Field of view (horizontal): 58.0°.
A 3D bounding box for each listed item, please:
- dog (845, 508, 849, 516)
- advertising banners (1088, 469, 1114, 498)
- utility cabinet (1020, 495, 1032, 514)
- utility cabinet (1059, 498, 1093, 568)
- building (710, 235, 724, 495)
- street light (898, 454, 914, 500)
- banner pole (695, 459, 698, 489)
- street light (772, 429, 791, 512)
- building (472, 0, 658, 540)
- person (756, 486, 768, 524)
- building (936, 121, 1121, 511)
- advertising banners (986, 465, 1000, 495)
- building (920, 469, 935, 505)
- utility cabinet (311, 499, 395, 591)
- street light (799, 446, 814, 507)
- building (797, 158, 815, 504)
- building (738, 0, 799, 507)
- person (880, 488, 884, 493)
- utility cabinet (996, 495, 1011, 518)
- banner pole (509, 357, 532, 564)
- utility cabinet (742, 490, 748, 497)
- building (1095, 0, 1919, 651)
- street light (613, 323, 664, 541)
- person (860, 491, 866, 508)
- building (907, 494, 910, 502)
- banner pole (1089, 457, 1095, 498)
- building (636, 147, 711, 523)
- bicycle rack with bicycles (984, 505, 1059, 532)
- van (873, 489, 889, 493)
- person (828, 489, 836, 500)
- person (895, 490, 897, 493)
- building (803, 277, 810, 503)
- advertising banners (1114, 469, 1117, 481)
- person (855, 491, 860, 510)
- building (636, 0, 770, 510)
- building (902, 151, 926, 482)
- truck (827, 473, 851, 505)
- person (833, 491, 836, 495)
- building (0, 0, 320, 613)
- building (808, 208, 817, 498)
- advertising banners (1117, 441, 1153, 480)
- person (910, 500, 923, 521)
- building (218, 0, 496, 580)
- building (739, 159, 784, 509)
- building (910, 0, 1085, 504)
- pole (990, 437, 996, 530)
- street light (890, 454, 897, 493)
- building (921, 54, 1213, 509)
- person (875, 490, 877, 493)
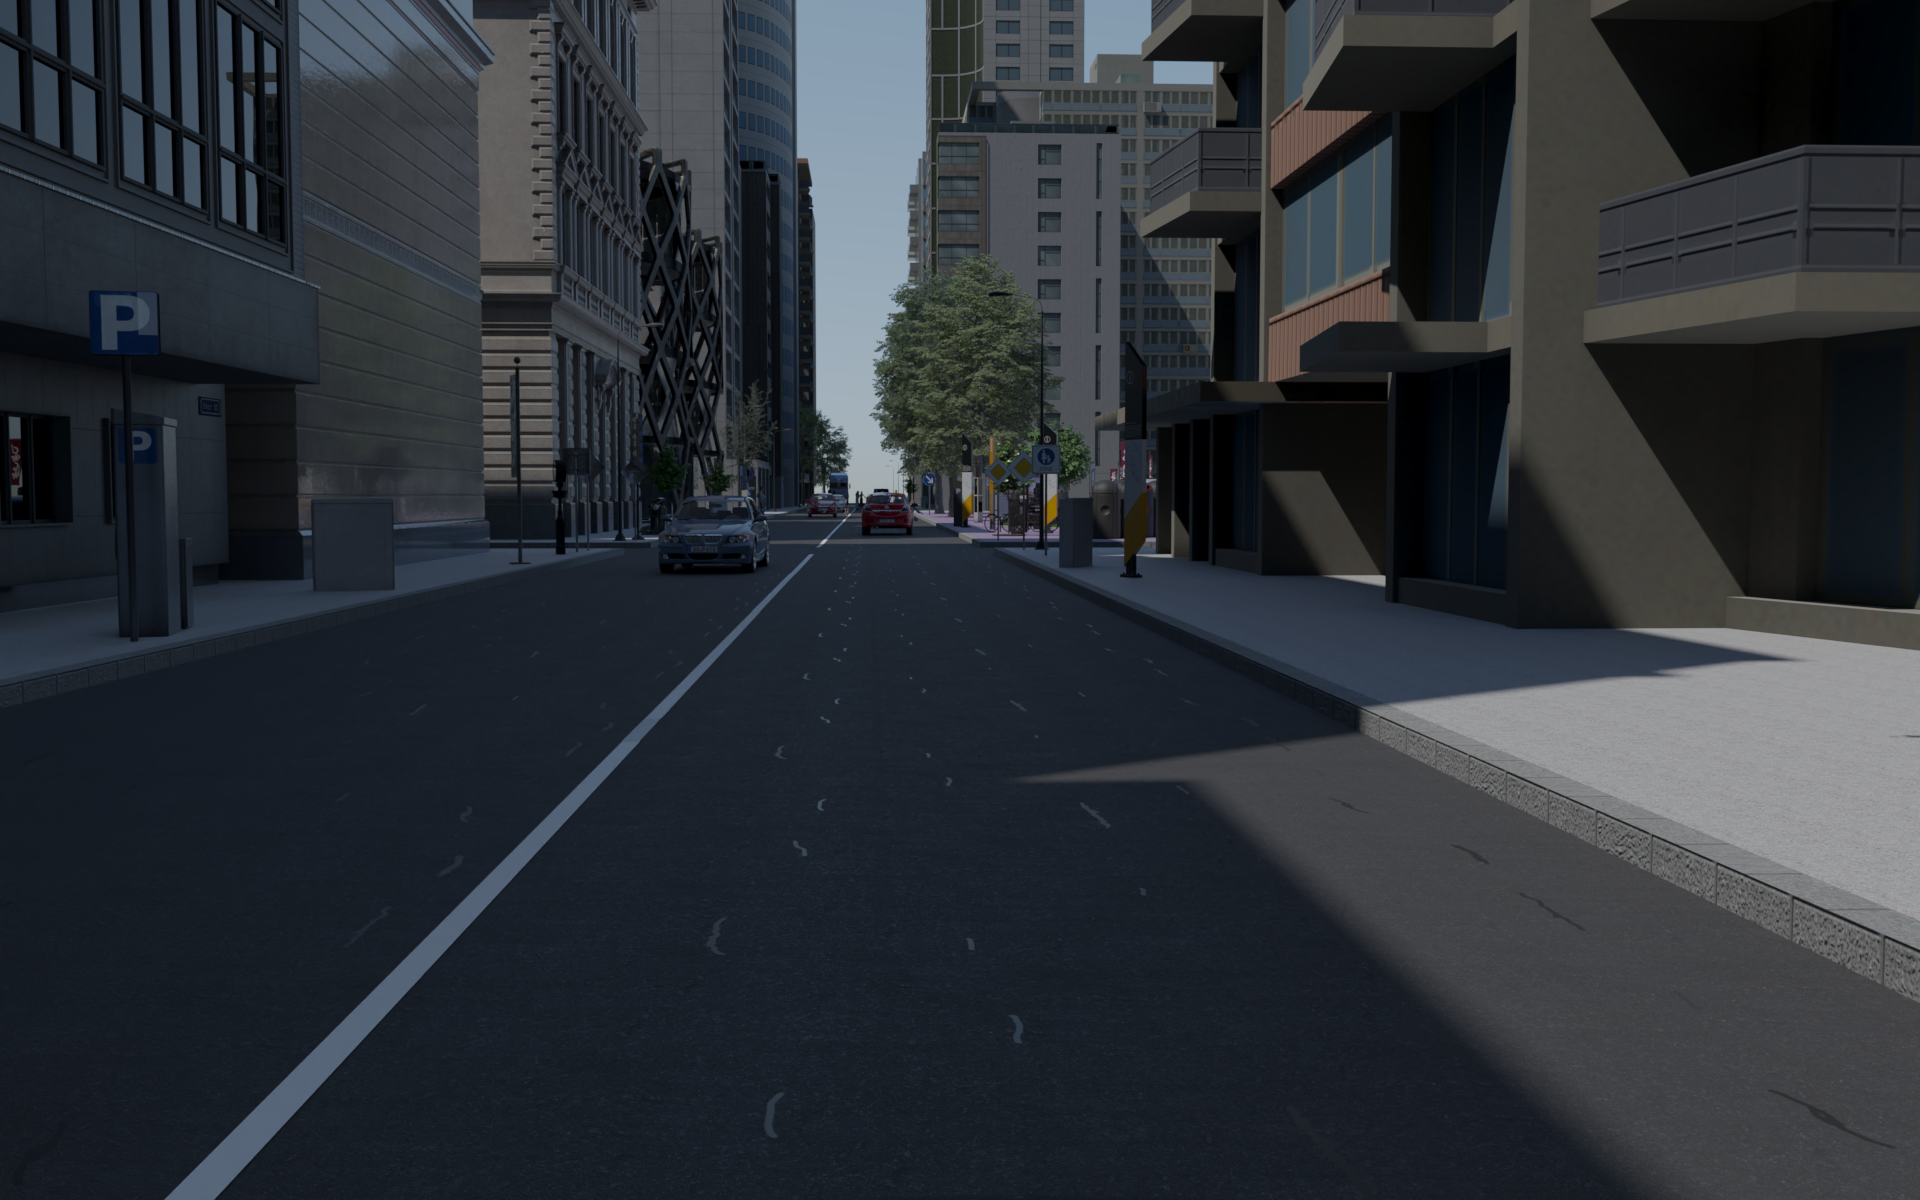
[{"bbox_3d":[-7.394,-5.754,113.365,0.540,0.507,0.406,2,4,29],"label":"dog"},{"bbox_3d":[9.897,-7.570,119.957,2.074,3.025,0.090,1,4,16],"label":"advertising banners"},{"bbox_3d":[3.145,-4.067,77.655,1.020,1.237,0.306,3,5,43],"label":"utility cabinet"},{"bbox_3d":[2.043,-1.187,30.577,0.306,1.237,1.020,1,4,23],"label":"utility cabinet"},{"bbox_3d":[-21.933,-14.076,97.587,16.820,18.784,16.811,0,4,-3],"label":"building"},{"bbox_3d":[-4.714,-11.201,155.684,1.470,5.913,1.316,0,4,-3],"label":"street light"},{"bbox_3d":[-16.553,-7.216,108.004,0.401,3.779,0.863,-3,5,-39],"label":"banner pole"},{"bbox_3d":[-12.716,-9.241,123.637,1.470,5.913,1.316,0,4,-3],"label":"street light"},{"bbox_3d":[-16.627,-13.950,56.958,11.050,23.489,19.941,0,4,-3],"label":"building"},{"bbox_3d":[-9.357,-4.446,81.285,0.778,1.811,0.616,-1,4,-12],"label":"person"},{"bbox_3d":[5.003,-22.417,138.211,14.160,30.474,14.107,0,4,-3],"label":"building"},{"bbox_3d":[1.972,-6.615,104.350,0.090,3.025,2.074,2,4,26],"label":"advertising banners"},{"bbox_3d":[10.010,-20.756,184.397,27.650,21.520,28.899,0,4,-3],"label":"building"},{"bbox_3d":[-8.092,-0.730,23.092,1.020,1.237,0.306,-1,4,-23],"label":"utility cabinet"},{"bbox_3d":[-14.938,-11.910,167.274,1.470,5.913,1.316,0,4,-3],"label":"street light"},{"bbox_3d":[-29.862,-34.580,220.000,22.147,44.769,28.867,0,4,-3],"label":"building"},{"bbox_3d":[-26.982,-38.376,169.446,21.231,58.520,28.212,0,4,-3],"label":"building"},{"bbox_3d":[-5.808,-7.460,130.104,1.348,1.869,0.705,1,4,10],"label":"person"},{"bbox_3d":[2.226,-4.917,91.548,1.020,1.237,0.306,-3,4,-38],"label":"utility cabinet"},{"bbox_3d":[-8.176,-2.561,31.886,0.401,3.779,0.863,-2,4,-27],"label":"banner pole"},{"bbox_3d":[-11.557,-5.156,92.986,0.318,1.500,1.173,0,4,-5],"label":"utility cabinet"},{"bbox_3d":[14.464,-22.584,23.878,22.147,44.769,28.867,0,4,-3],"label":"building"},{"bbox_3d":[-8.748,-4.565,47.182,1.470,5.913,1.316,0,4,-3],"label":"street light"},{"bbox_3d":[-10.028,-10.157,175.348,1.217,1.735,0.721,2,4,33],"label":"person"},{"bbox_3d":[7.900,-35.417,270.947,32.217,40.220,23.993,0,4,-3],"label":"building"},{"bbox_3d":[8.881,-7.751,116.740,0.401,3.779,0.863,3,5,41],"label":"banner pole"},{"bbox_3d":[-20.267,-12.711,75.280,16.820,18.784,16.811,0,4,-3],"label":"building"},{"bbox_3d":[2.242,-2.733,58.069,2.925,0.926,2.852,-1,4,-13],"label":"bicycle rack with bicycles"},{"bbox_3d":[-8.727,-11.523,192.776,2.240,2.365,5.245,0,4,-1],"label":"van"},{"bbox_3d":[-10.223,-7.772,135.586,1.348,1.822,0.705,-3,4,-37],"label":"person"},{"bbox_3d":[-4.594,-7.083,125.026,1.217,1.735,0.721,-1,4,-11],"label":"person"},{"bbox_3d":[-32.441,-37.998,244.971,21.300,48.544,21.600,0,4,-3],"label":"building"},{"bbox_3d":[9.592,-6.079,95.585,2.074,3.025,0.090,-2,4,-25],"label":"advertising banners"},{"bbox_3d":[-9.415,-9.184,159.326,0.621,1.740,0.551,-3,5,-43],"label":"person"},{"bbox_3d":[-25.105,-42.349,130.658,20.563,71.187,20.611,0,4,-3],"label":"building"},{"bbox_3d":[3.890,-38.136,243.129,23.786,49.044,30.456,0,4,-3],"label":"building"},{"bbox_3d":[-15.840,-14.480,226.511,2.967,4.110,18.799,0,4,-4],"label":"truck"},{"bbox_3d":[-10.831,-8.587,149.719,1.217,1.723,0.721,1,4,21],"label":"person"},{"bbox_3d":[-15.339,-13.356,11.882,14.314,27.812,24.014,0,4,-3],"label":"building"},{"bbox_3d":[-28.995,-37.494,263.139,14.600,45.320,14.200,0,4,-3],"label":"building"},{"bbox_3d":[5.769,-3.665,56.117,0.090,3.025,2.074,-2,4,-28],"label":"advertising banners"},{"bbox_3d":[-2.457,-4.503,87.626,1.012,1.151,0.738,2,4,33],"label":"person"},{"bbox_3d":[-19.836,-14.986,30.922,20.117,28.700,13.634,0,4,-3],"label":"building"},{"bbox_3d":[-22.665,-23.099,149.377,14.160,30.474,14.107,0,4,-3],"label":"building"},{"bbox_3d":[4.074,-47.626,216.942,20.563,71.187,20.611,0,4,-3],"label":"building"},{"bbox_3d":[1.168,-4.171,62.046,0.158,3.312,0.155,0,3,0],"label":"pole"},{"bbox_3d":[-7.041,-13.849,198.969,1.470,5.913,1.316,0,4,-3],"label":"street light"},{"bbox_3d":[12.757,-28.473,157.412,32.217,40.220,23.993,0,4,-3],"label":"building"},{"bbox_3d":[-6.363,-7.540,132.303,1.217,1.766,0.721,-1,4,-19],"label":"person"}]
